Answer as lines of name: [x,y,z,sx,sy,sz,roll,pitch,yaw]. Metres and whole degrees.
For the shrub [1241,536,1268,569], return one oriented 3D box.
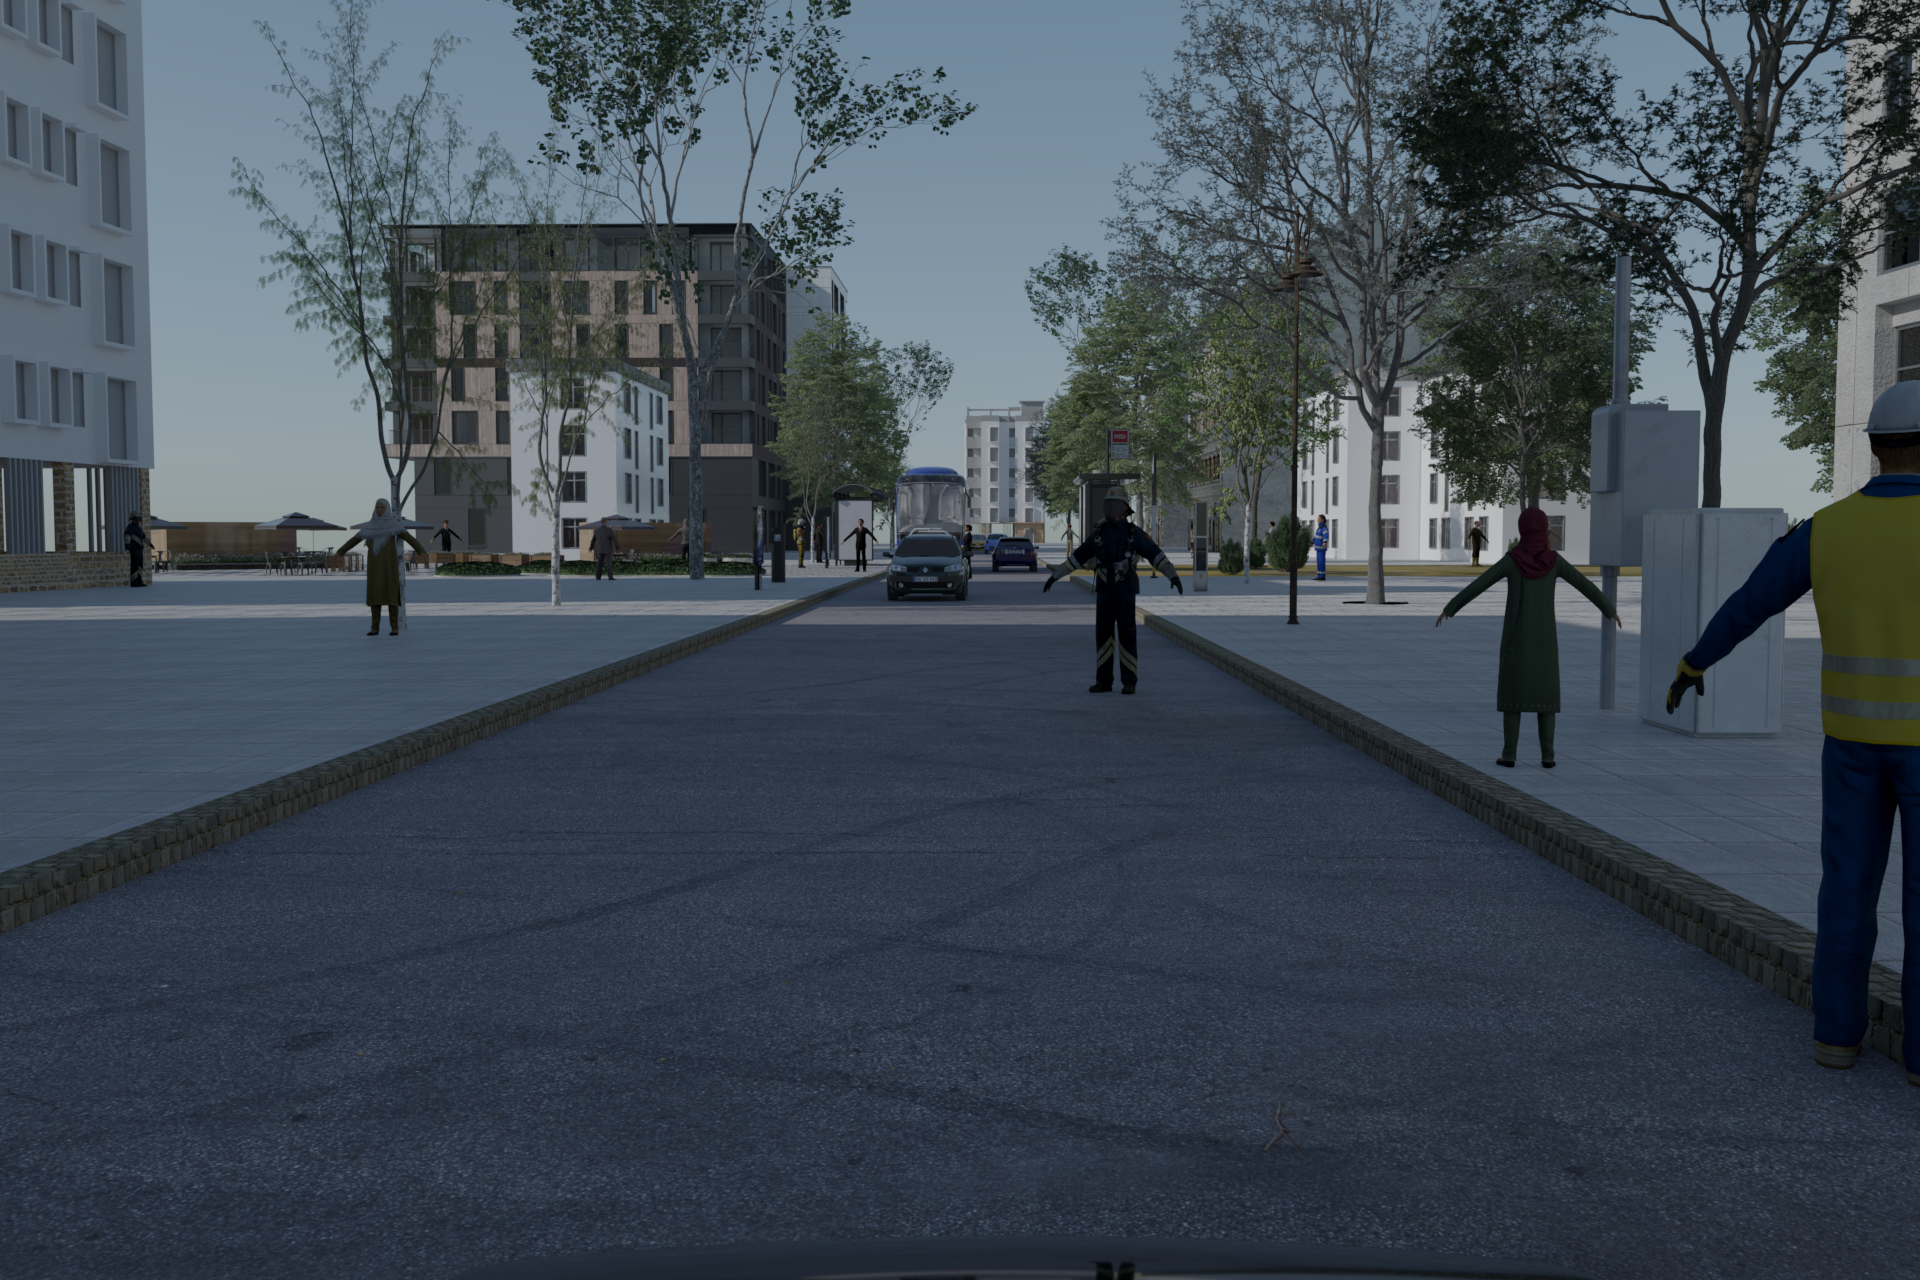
shrub: [10.857,-3.217,63.719,1.383,1.207,1.383,0,3,0]

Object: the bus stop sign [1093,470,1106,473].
bus stop sign: [5.763,-5.029,71.246,0.837,3.901,0.837,0,4,1]

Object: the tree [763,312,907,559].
tree: [-6.661,-10.458,89.120,7.486,12.596,7.792,0,3,0]

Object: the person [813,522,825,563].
person: [-6.215,-4.326,76.958,0.704,1.802,1.346,-2,4,-34]

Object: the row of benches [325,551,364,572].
row of benches: [-21.243,-2.718,59.896,1.422,0.672,4.104,-1,4,-10]

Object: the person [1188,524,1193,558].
person: [12.311,-5.196,91.097,0.704,1.843,1.345,-1,4,-23]

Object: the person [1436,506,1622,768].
person: [3.142,-0.022,9.572,0.989,1.438,0.599,1,4,10]

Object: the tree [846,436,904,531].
tree: [-6.253,-10.636,124.259,4.737,8.622,4.395,0,3,0]

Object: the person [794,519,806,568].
person: [-5.979,-3.659,65.601,0.705,1.858,1.354,0,4,-2]

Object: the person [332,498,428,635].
person: [-7.307,-0.922,21.857,1.217,1.736,0.721,0,4,1]

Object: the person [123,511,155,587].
person: [-19.885,-2.202,41.864,0.704,1.845,1.351,0,4,0]

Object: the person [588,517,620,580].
person: [-9.914,-2.553,48.335,0.990,1.755,0.434,1,4,22]

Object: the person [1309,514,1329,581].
person: [9.897,-2.545,47.583,0.704,1.831,1.345,0,4,-5]

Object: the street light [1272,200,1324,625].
street light: [4.736,-3.160,24.451,0.468,5.910,1.993,0,4,1]

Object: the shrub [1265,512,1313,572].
shrub: [11.102,-3.332,58.512,1.661,2.075,1.752,0,3,0]

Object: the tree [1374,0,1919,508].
tree: [7.616,-5.106,17.898,7.601,10.594,8.767,-2,4,-30]

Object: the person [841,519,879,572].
person: [-3.375,-3.218,58.805,1.347,1.806,0.705,1,4,16]

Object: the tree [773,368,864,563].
tree: [-6.734,-7.768,77.374,4.360,8.622,3.978,0,3,0]

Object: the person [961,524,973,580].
person: [0.168,-2.731,53.833,0.721,1.740,1.216,1,4,11]

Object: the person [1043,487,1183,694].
person: [1.398,-0.450,15.600,1.354,1.856,0.705,2,4,29]

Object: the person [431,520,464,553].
person: [-20.707,-3.910,69.858,1.347,1.837,0.705,-2,4,-34]

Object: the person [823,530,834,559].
person: [-6.755,-5.017,88.154,0.704,1.817,1.347,-3,4,-36]

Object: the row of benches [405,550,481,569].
row of benches: [-19.626,-3.063,65.540,1.422,0.672,4.104,2,4,26]

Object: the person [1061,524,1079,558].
person: [5.696,-5.086,89.423,1.348,1.796,0.705,3,5,43]

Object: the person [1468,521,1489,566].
person: [20.556,-3.836,68.851,1.346,1.812,0.704,-3,4,-38]

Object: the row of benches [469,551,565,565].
row of benches: [-15.656,-2.808,61.370,4.104,0.672,1.422,2,4,29]

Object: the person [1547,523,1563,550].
person: [23.193,-3.771,68.459,1.217,1.733,0.721,1,4,22]

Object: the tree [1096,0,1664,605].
tree: [7.589,-7.407,31.469,12.009,13.543,11.850,0,3,0]

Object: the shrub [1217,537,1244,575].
shrub: [8.483,-2.632,54.145,1.383,1.207,1.383,0,3,0]

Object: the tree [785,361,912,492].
tree: [-6.664,-10.988,105.409,9.928,11.665,9.643,0,3,0]

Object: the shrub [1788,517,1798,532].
shrub: [30.195,-3.648,63.689,1.661,2.075,1.752,0,3,0]

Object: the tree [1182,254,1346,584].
tree: [7.593,-5.774,44.762,4.737,8.622,4.395,0,3,0]

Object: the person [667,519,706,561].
person: [-9.510,-3.310,60.241,1.348,1.813,0.705,-1,4,-11]

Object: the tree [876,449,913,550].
tree: [-5.519,-11.617,140.299,4.737,8.622,4.395,0,3,0]

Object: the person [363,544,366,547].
person: [-16.472,-2.573,48.857,0.721,1.737,1.214,1,4,10]

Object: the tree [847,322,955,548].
tree: [-7.292,-18.335,155.669,12.611,20.169,13.585,0,3,0]

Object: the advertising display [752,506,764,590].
advertising display: [-4.647,-2.120,39.876,0.123,1.923,0.974,0,4,1]

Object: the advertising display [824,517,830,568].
advertising display: [-4.985,-3.653,64.944,0.123,1.923,0.974,0,4,2]

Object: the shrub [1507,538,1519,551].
shrub: [21.266,-3.366,66.155,1.383,1.207,1.383,0,3,0]

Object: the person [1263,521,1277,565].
person: [12.918,-4.016,71.845,0.705,1.806,1.347,2,4,33]

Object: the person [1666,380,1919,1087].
person: [2.505,0.234,4.599,0.705,1.833,1.349,-3,5,-43]
